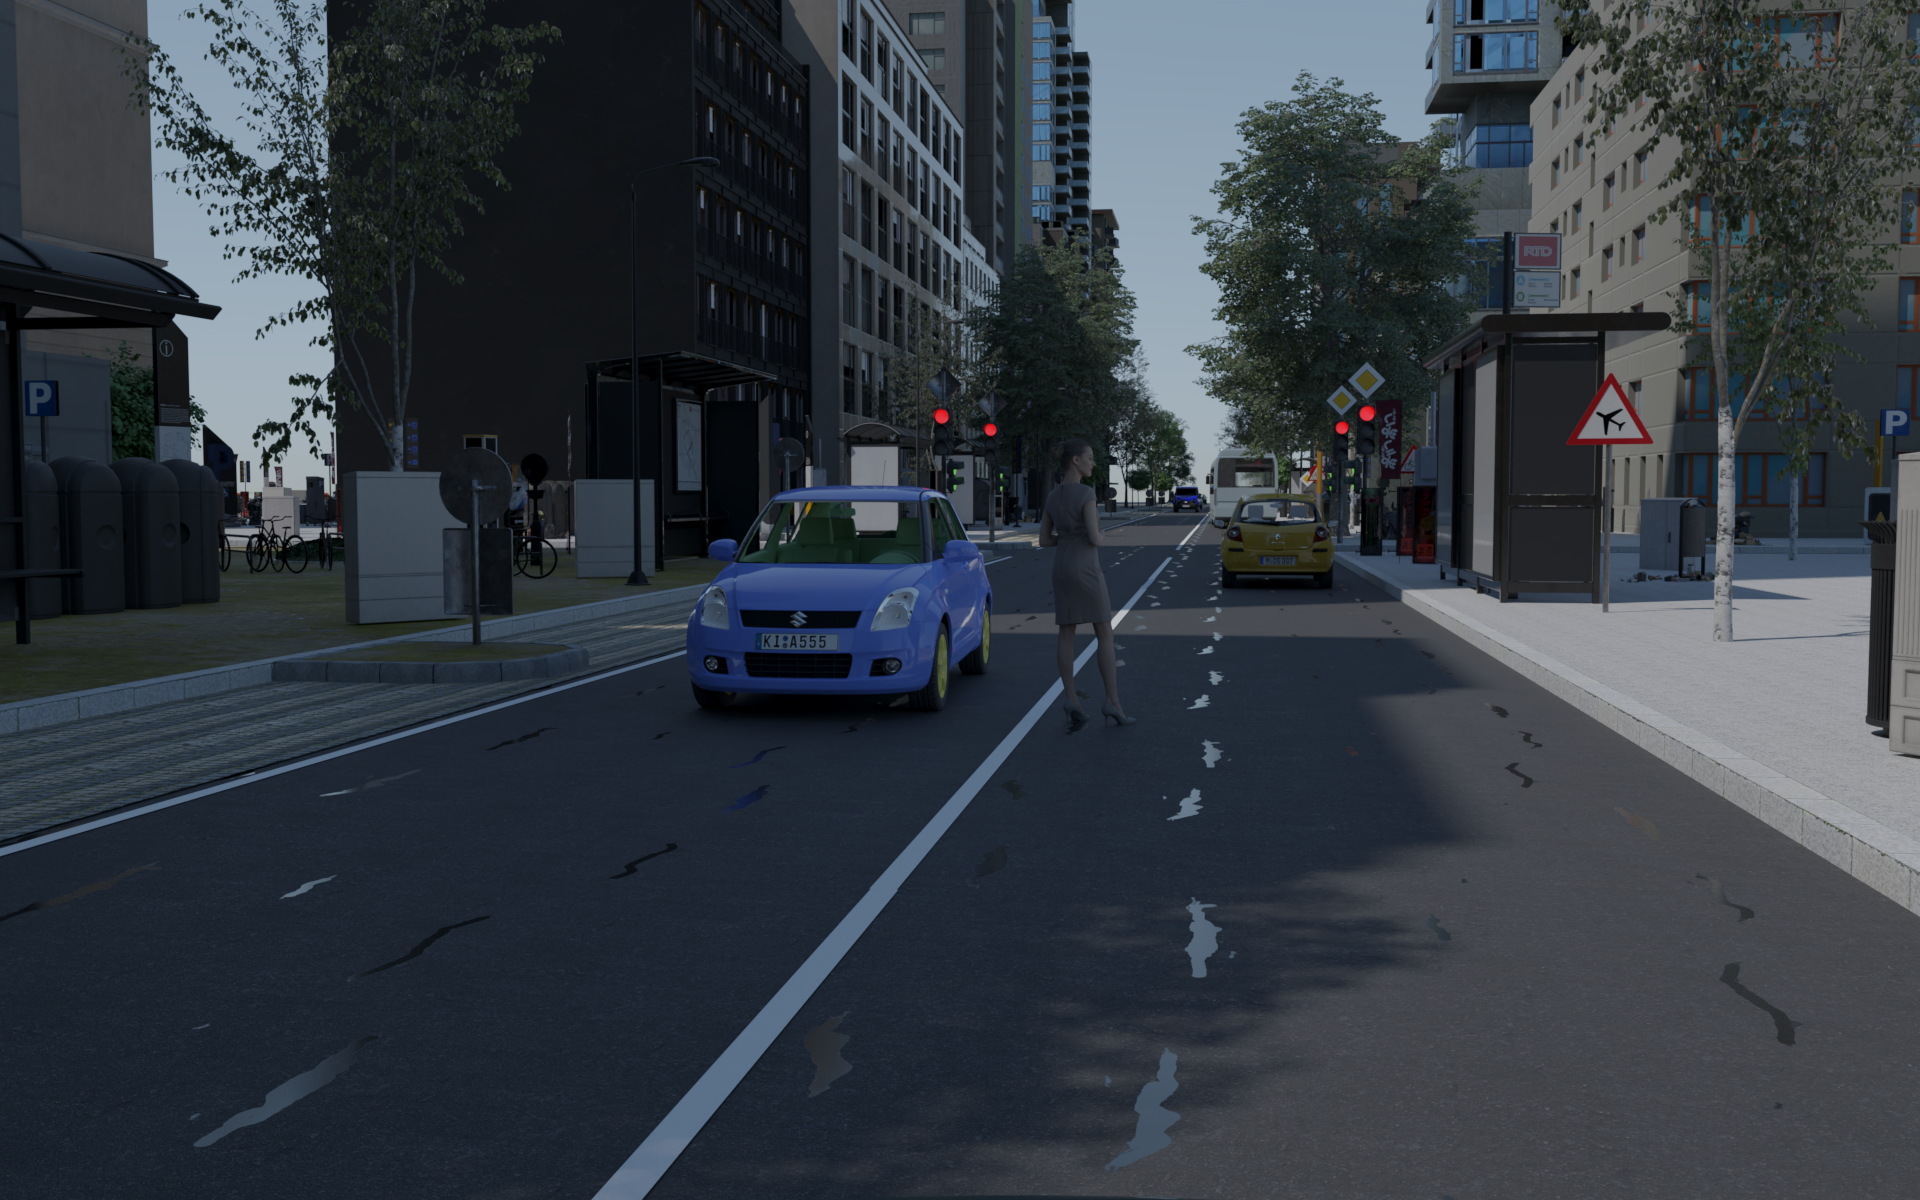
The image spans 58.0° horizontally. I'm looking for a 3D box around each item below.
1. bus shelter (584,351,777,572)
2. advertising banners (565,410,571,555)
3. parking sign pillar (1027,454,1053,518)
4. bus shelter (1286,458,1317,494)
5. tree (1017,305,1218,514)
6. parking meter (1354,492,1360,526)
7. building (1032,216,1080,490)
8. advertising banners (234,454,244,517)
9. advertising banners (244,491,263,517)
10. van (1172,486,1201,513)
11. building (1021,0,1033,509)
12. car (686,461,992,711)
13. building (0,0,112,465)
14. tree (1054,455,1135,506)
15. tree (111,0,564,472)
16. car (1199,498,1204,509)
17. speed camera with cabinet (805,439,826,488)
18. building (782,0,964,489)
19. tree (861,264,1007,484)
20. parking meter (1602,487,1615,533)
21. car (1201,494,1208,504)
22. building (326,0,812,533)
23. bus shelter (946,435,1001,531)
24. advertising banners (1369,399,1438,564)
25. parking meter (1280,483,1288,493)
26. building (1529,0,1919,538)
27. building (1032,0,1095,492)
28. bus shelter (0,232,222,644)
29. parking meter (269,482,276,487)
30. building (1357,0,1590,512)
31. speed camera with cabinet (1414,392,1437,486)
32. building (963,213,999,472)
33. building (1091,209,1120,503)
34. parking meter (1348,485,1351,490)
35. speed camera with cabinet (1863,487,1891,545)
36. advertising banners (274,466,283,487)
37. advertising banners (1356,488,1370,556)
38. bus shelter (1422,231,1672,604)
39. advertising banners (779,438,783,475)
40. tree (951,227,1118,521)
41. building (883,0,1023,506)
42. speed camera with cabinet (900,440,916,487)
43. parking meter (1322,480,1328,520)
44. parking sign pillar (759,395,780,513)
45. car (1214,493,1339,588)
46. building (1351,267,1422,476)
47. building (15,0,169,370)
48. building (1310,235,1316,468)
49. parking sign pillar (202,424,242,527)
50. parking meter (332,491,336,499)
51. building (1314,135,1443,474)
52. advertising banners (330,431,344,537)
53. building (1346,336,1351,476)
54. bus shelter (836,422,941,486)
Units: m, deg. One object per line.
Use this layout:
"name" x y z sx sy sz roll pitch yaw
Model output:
"bus shelter" -4.951 -2.469 31.645 1.731 3.624 6.357 1 4 9
"advertising banners" -8.363 -2.495 36.985 0.090 3.025 2.074 -1 4 -15
"parking sign pillar" 4.262 -6.352 92.332 1.447 3.967 1.447 0 4 -5
"bus shelter" 19.789 -6.454 99.439 2.014 3.302 5.546 1 4 9
"tree" 8.490 -12.361 112.469 12.009 13.543 11.850 0 3 0
"parking meter" 15.888 -3.741 69.574 0.372 1.533 0.369 0 3 0
"building" 4.960 -25.125 182.493 14.160 30.474 14.107 1 4 9
"advertising banners" -31.736 -4.765 74.098 0.090 3.025 2.074 2 4 31
"advertising banners" -40.028 -6.163 96.959 2.074 3.025 0.090 0 4 -2
"van" 17.583 -7.941 134.223 2.240 2.365 5.245 1 4 9
"building" -1.614 -30.206 143.984 14.600 45.320 14.200 1 4 9
"car" -0.776 -0.186 12.635 1.945 1.707 3.694 0 4 8
"building" -27.214 -35.646 21.067 20.611 71.187 20.563 1 4 9
"tree" 7.073 -7.213 101.645 4.285 4.588 4.351 0 3 0
"tree" -6.228 -4.156 18.312 4.360 8.622 3.978 0 3 0
"car" 22.086 -9.495 164.036 1.959 1.807 4.718 0 4 8
"speed camera with cabinet" -5.566 -4.181 62.690 0.660 3.252 2.038 -2 4 -33
"building" -11.886 -17.406 89.104 19.350 26.468 34.151 1 4 9
"tree" -0.604 -6.493 56.528 4.360 8.622 3.978 0 3 0
"parking meter" 21.676 -3.027 57.899 0.372 1.533 0.369 0 3 0
"car" 34.474 -14.568 247.973 2.009 1.686 4.222 0 4 7
"building" -13.325 -14.301 63.494 12.332 23.373 15.834 1 4 9
"bus shelter" 0.122 -4.199 62.573 2.014 3.302 5.546 1 4 9
"advertising banners" 8.564 -2.171 31.686 2.074 3.025 0.090 2 4 35
"parking meter" 17.620 -5.420 94.327 0.255 1.863 0.399 -2 4 -35
"building" 37.532 -13.245 61.592 28.899 21.520 27.650 1 4 9
"building" 7.255 -56.034 228.834 22.319 86.520 31.000 1 4 9
"bus shelter" -7.680 -1.117 12.188 2.014 3.302 5.546 1 4 9
"parking meter" -33.519 -4.817 84.461 0.255 1.863 0.399 -1 4 -12
"building" 35.850 -48.117 99.376 22.319 86.520 31.000 1 4 9
"speed camera with cabinet" 9.803 -2.382 33.288 2.038 3.252 0.660 3 5 40
"building" -3.648 -15.843 113.787 10.420 20.320 16.860 1 4 9
"building" 12.350 -37.011 259.759 22.147 44.769 28.867 1 4 9
"parking meter" 21.073 -5.405 94.079 0.255 1.863 0.399 1 4 20
"speed camera with cabinet" 23.413 -2.957 42.683 0.660 3.252 2.038 -2 4 -28
"advertising banners" -42.290 -6.934 109.561 2.074 3.025 0.090 -3 4 -36
"advertising banners" 9.258 -2.425 35.833 2.074 3.025 0.090 0 4 2
"bus shelter" 7.781 -2.856 24.321 2.179 5.291 8.768 1 4 9
"advertising banners" -6.306 -3.576 54.659 2.074 3.025 0.090 3 5 41
"tree" 4.064 -10.820 83.565 9.857 13.997 8.962 0 3 0
"building" -3.057 -27.306 130.048 14.154 41.232 14.086 1 4 9
"speed camera with cabinet" -1.644 -4.229 63.478 0.660 3.252 2.038 -2 4 -31
"parking meter" 14.790 -3.951 70.310 0.255 1.863 0.399 1 4 10
"parking sign pillar" -5.534 -3.620 47.660 1.447 3.967 1.447 3 5 42
"car" 5.077 -1.076 27.811 2.015 1.641 3.980 1 4 10
"building" 47.216 -18.068 140.450 27.650 21.520 28.899 1 4 9
"building" -43.729 -17.168 66.599 20.117 28.700 13.634 1 4 9
"building" 56.429 -34.244 243.489 14.154 41.232 14.086 1 4 9
"parking sign pillar" -28.791 -4.829 67.420 1.447 3.967 1.447 1 4 22
"parking meter" -43.881 -6.925 121.631 0.372 1.533 0.369 0 3 0
"building" 51.643 -34.585 215.569 14.600 45.320 14.200 1 4 9
"advertising banners" -17.682 -3.247 49.282 0.090 3.025 2.074 -1 4 -9
"building" 52.677 -19.802 168.797 27.650 21.520 28.899 1 4 9
"bus shelter" -2.069 -3.512 51.352 2.014 3.302 5.546 1 4 9
